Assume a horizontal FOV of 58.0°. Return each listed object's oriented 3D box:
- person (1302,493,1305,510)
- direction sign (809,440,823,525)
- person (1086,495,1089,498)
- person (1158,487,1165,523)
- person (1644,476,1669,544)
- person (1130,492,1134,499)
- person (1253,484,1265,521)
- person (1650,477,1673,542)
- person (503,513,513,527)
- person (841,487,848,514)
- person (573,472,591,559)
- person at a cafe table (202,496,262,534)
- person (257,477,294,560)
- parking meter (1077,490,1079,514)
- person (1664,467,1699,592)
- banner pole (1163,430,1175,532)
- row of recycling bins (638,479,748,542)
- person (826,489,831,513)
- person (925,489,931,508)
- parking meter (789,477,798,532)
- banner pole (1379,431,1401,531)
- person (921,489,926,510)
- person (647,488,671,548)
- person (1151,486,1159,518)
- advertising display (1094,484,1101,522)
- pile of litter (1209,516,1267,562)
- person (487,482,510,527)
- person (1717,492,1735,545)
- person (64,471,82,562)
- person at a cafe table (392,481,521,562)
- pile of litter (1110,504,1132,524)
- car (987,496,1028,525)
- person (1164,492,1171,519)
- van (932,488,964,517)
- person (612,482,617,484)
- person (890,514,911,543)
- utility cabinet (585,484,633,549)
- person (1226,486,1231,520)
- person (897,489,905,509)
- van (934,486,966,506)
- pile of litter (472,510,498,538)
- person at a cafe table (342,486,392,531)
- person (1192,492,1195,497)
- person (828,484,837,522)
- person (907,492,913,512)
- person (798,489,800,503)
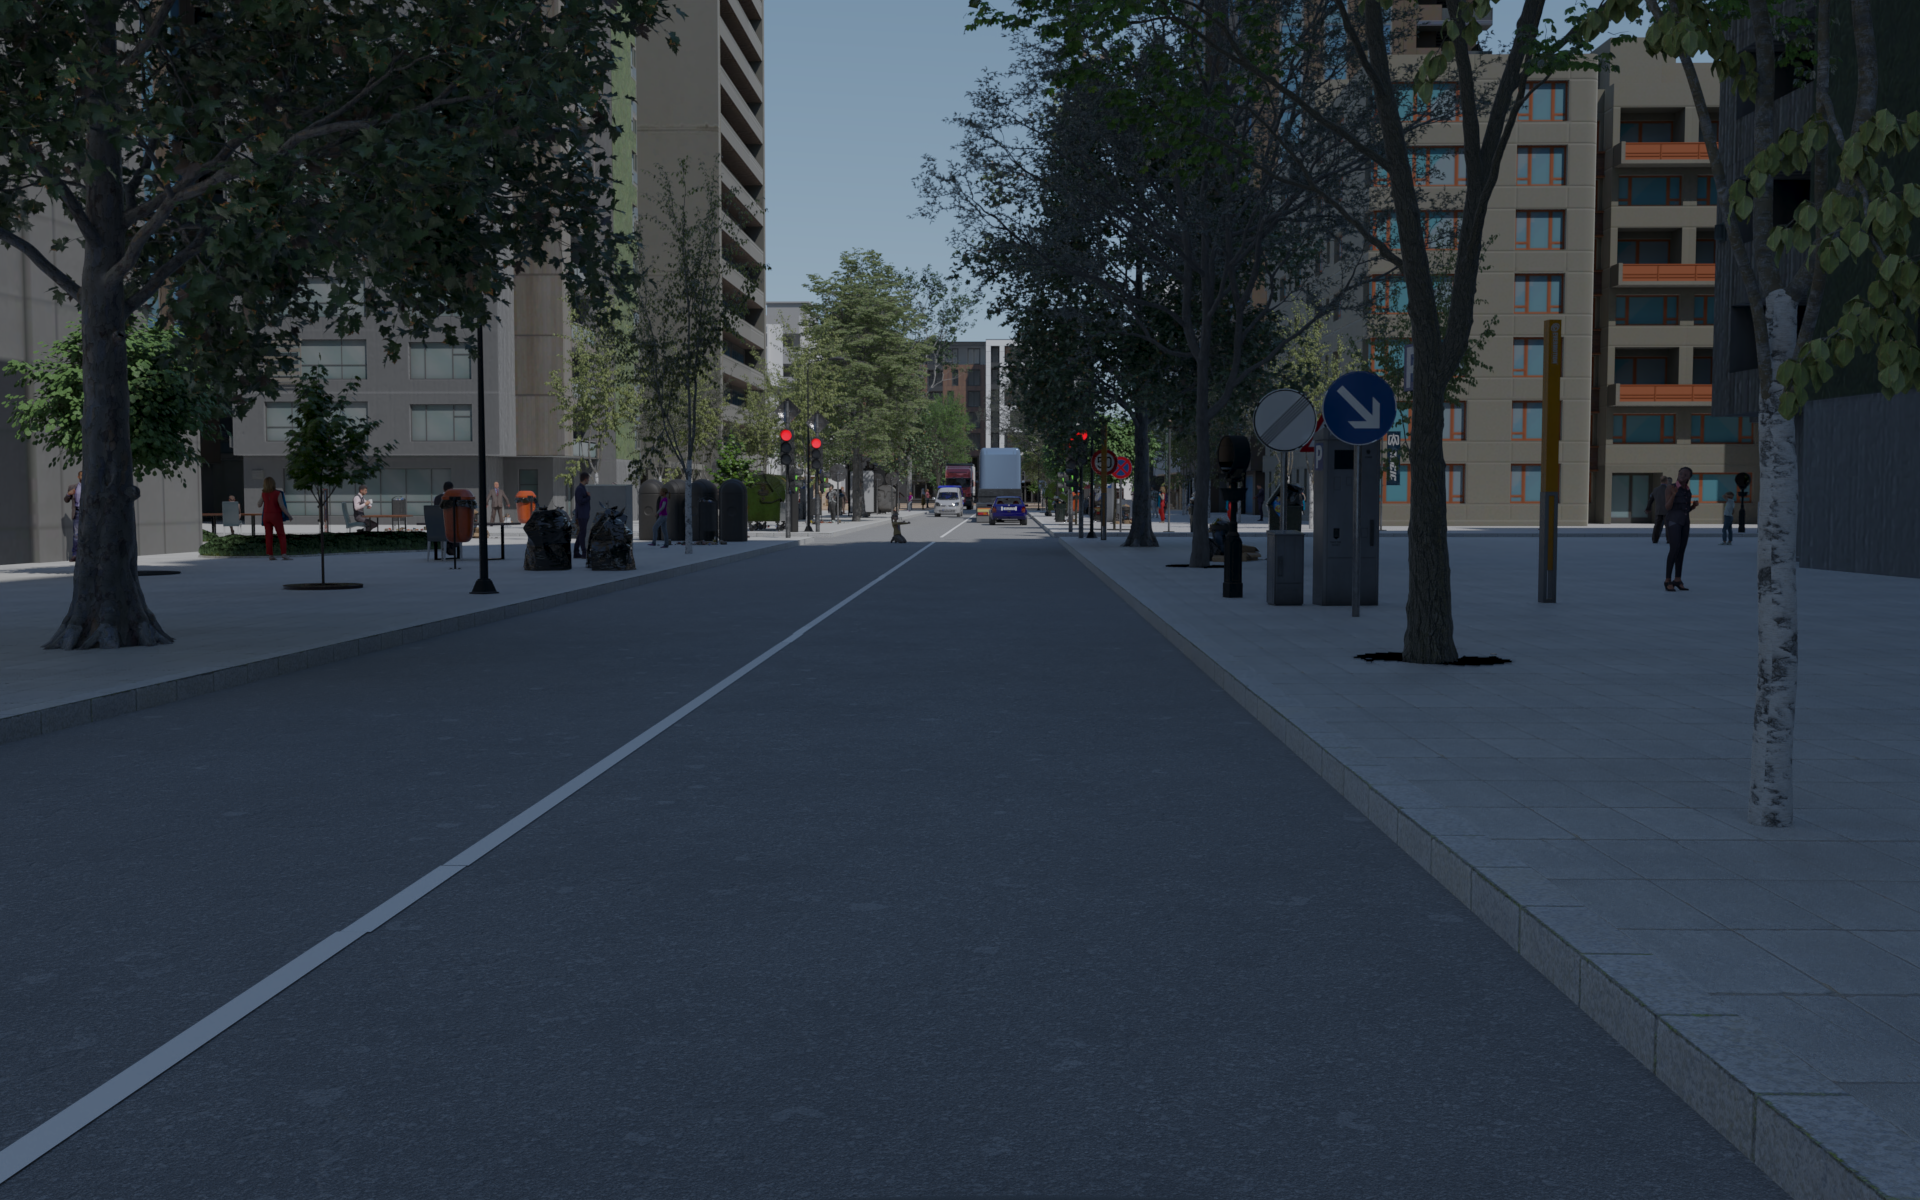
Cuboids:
[{"bbox_3d":[13.211,-3.676,67.847,0.593,1.614,0.444,2,4,33],"label":"person"},{"bbox_3d":[-6.063,-4.941,72.785,0.876,3.537,0.379,3,5,44],"label":"direction sign"},{"bbox_3d":[11.311,-8.699,148.989,0.721,1.735,1.217,-3,5,-39],"label":"person"},{"bbox_3d":[8.902,-4.215,76.663,0.444,1.614,0.593,2,4,29],"label":"person"},{"bbox_3d":[18.255,-2.345,44.935,0.434,1.755,0.990,-3,4,-36],"label":"person"},{"bbox_3d":[11.691,-6.642,116.100,0.566,1.644,0.517,-1,4,-14],"label":"person"},{"bbox_3d":[14.193,-4.639,82.340,0.568,1.767,0.683,0,4,-4],"label":"person"},{"bbox_3d":[18.993,-2.433,46.540,0.841,1.734,0.376,1,4,15],"label":"person"},{"bbox_3d":[-17.389,-3.061,66.569,0.381,0.543,0.357,-2,4,-24],"label":"person"},{"bbox_3d":[-7.417,-6.296,109.536,0.434,1.755,0.990,-3,5,-39],"label":"person"},{"bbox_3d":[-7.464,-1.672,34.296,0.530,1.710,0.541,0,4,7],"label":"person"},{"bbox_3d":[-20.409,-2.308,48.591,1.698,1.238,1.726,-1,4,-19],"label":"person at a cafe table"},{"bbox_3d":[-13.274,-1.579,33.560,0.593,1.614,0.444,2,4,28],"label":"person"},{"bbox_3d":[7.902,-6.454,113.933,0.372,1.533,0.369,0,3,0],"label":"parking meter"},{"bbox_3d":[9.534,-0.941,22.898,0.415,1.643,0.593,1,4,23],"label":"person"},{"bbox_3d":[7.039,-4.201,58.698,0.401,3.779,0.863,0,4,-6],"label":"banner pole"},{"bbox_3d":[-7.346,-2.467,47.442,3.534,1.692,1.069,2,4,28],"label":"row of recycling bins"},{"bbox_3d":[-8.551,-6.611,114.839,0.504,1.737,0.576,3,5,43],"label":"person"},{"bbox_3d":[-2.947,-9.465,161.511,0.721,1.743,1.217,1,4,19],"label":"person"},{"bbox_3d":[-5.625,-3.207,58.152,0.255,1.863,0.399,-3,4,-37],"label":"parking meter"},{"bbox_3d":[15.006,-4.320,60.652,0.863,3.779,0.401,1,4,12],"label":"banner pole"},{"bbox_3d":[-2.955,-8.347,143.247,0.721,1.736,1.217,0,4,0],"label":"person"},{"bbox_3d":[-7.176,-1.941,41.018,0.776,1.435,0.726,-1,4,-12],"label":"person"},{"bbox_3d":[10.369,-5.235,92.352,0.841,1.734,0.376,-3,5,-43],"label":"person"},{"bbox_3d":[6.455,-4.588,80.235,0.123,1.923,0.974,-1,4,-19],"label":"advertising display"},{"bbox_3d":[5.269,-1.185,33.340,1.719,0.858,1.176,-2,4,-25],"label":"pile of litter"},{"bbox_3d":[-18.241,-3.775,68.320,0.990,1.755,0.434,-2,4,-25],"label":"person"},{"bbox_3d":[19.276,-2.055,43.553,0.340,1.345,0.435,2,4,31],"label":"person"},{"bbox_3d":[-16.561,-1.583,32.743,0.655,1.722,0.431,-2,4,-30],"label":"person"},{"bbox_3d":[-9.671,-1.525,33.445,1.698,1.524,1.622,1,4,19],"label":"person at a cafe table"},{"bbox_3d":[7.240,-3.693,74.344,1.719,0.858,1.176,0,4,-4],"label":"pile of litter"},{"bbox_3d":[2.224,-4.160,80.604,1.945,1.354,3.894,0,3,0],"label":"car"},{"bbox_3d":[10.472,-4.833,88.289,0.697,1.427,0.421,3,5,43],"label":"person"},{"bbox_3d":[-0.712,-6.254,109.256,2.013,2.044,4.112,0,4,3],"label":"van"},{"bbox_3d":[-13.678,-3.791,68.701,0.621,1.740,0.551,-2,4,-31],"label":"person"},{"bbox_3d":[-1.742,-2.083,50.473,0.695,0.859,0.347,3,5,44],"label":"person"},{"bbox_3d":[-7.997,-1.868,39.222,1.173,1.500,0.318,1,4,22],"label":"utility cabinet"},{"bbox_3d":[10.347,-3.586,66.379,0.444,1.614,0.593,3,5,39],"label":"person"},{"bbox_3d":[-5.248,-8.546,146.591,1.217,1.723,0.721,-1,4,-9],"label":"person"},{"bbox_3d":[-0.719,-7.252,122.956,2.240,2.365,5.245,0,4,1],"label":"van"},{"bbox_3d":[-14.128,-2.209,50.075,1.719,0.858,1.176,0,4,2],"label":"pile of litter"},{"bbox_3d":[-15.311,-2.254,45.370,1.622,1.524,1.698,0,4,-8],"label":"person at a cafe table"},{"bbox_3d":[10.247,-4.087,73.590,0.841,1.734,0.376,-2,4,-30],"label":"person"},{"bbox_3d":[-5.798,-4.409,78.851,0.376,1.734,0.841,-1,4,-21],"label":"person"},{"bbox_3d":[-3.726,-7.133,125.907,0.726,1.435,0.776,3,5,45],"label":"person"},{"bbox_3d":[-11.904,-7.322,127.217,0.517,1.644,0.566,-3,5,-44],"label":"person"}]
